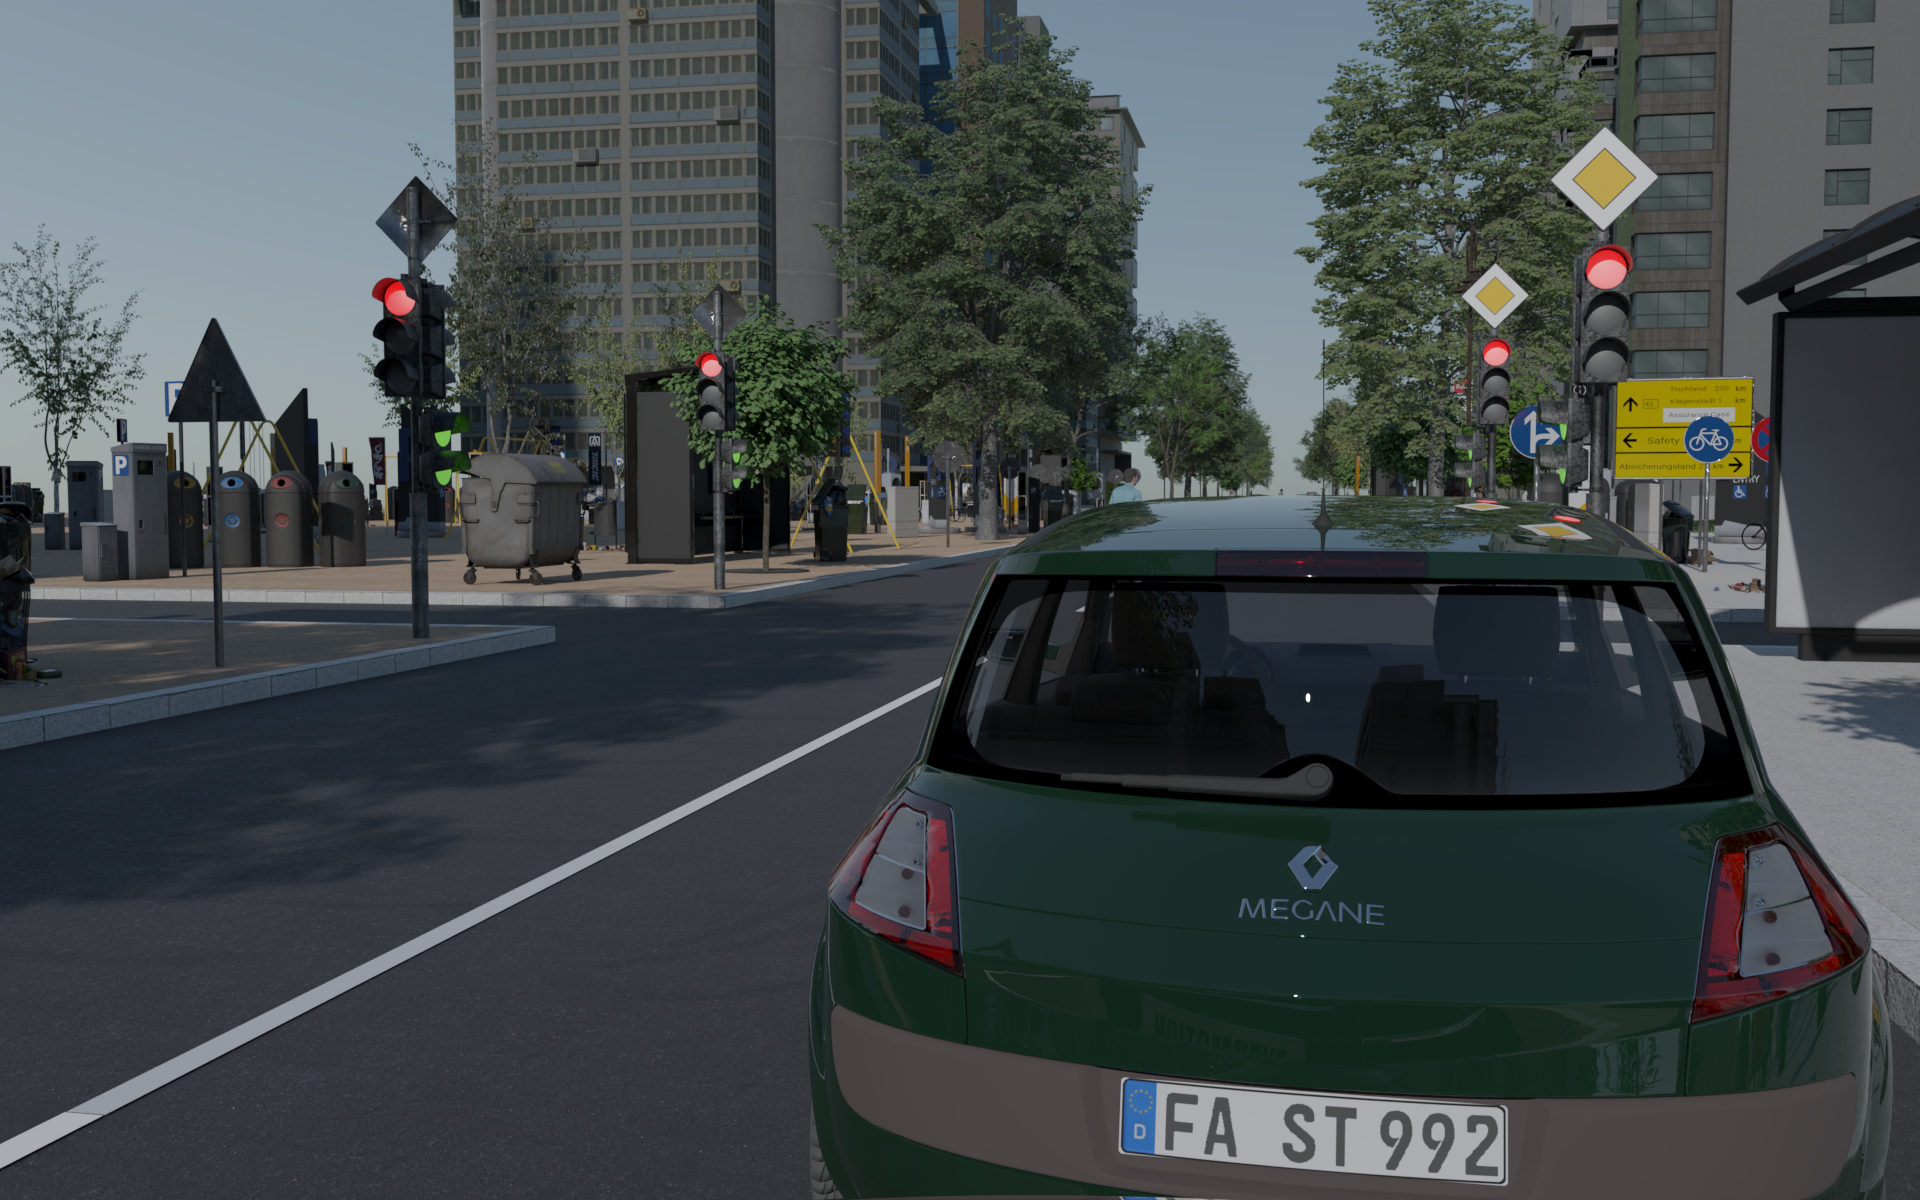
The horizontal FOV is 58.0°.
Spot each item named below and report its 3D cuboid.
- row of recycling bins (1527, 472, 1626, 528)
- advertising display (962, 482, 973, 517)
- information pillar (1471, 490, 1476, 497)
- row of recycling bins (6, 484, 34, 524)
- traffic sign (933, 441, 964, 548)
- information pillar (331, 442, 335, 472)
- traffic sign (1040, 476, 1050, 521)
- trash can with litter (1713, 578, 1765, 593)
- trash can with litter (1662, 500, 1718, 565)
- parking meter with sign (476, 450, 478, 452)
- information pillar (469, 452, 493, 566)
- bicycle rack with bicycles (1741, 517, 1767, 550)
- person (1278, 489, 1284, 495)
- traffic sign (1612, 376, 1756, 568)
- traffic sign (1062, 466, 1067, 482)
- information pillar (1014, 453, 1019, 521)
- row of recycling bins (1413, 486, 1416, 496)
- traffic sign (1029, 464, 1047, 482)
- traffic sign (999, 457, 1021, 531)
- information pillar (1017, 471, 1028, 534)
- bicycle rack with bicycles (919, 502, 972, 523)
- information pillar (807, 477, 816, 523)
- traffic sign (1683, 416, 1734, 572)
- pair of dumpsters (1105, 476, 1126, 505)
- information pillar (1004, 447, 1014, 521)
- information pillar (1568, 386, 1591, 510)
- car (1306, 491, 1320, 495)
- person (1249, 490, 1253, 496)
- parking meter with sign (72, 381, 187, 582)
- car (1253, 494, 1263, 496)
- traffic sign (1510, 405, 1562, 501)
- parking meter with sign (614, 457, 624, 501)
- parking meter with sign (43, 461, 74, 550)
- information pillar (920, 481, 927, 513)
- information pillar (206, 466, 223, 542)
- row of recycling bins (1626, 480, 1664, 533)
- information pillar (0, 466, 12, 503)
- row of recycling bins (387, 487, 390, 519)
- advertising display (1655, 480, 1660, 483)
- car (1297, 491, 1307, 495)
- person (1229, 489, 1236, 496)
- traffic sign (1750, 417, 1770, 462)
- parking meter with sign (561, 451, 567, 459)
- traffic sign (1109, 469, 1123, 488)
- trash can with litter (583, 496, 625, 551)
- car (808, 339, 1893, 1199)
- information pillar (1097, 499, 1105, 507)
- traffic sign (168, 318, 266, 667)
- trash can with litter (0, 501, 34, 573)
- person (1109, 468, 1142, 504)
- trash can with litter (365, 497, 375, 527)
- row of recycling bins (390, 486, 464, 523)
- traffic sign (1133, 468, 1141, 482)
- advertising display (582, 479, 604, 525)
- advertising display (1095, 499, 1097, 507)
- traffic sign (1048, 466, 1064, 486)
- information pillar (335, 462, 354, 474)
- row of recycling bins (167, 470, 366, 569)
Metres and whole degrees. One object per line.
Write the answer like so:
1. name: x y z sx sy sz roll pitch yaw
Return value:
1. row of recycling bins: 12.081 -1.658 34.225 1.069 1.692 3.534 2 4 35
2. advertising display: 0.596 -5.499 95.117 0.974 1.923 0.123 1 4 9
3. information pillar: 21.585 -4.983 72.823 0.183 3.616 0.504 0 4 -3
4. row of recycling bins: -39.861 -4.008 72.637 1.069 1.692 3.534 -1 4 -11
5. traffic sign: -0.288 -2.532 41.505 0.768 2.556 0.104 1 4 15
6. information pillar: -28.230 -5.301 78.024 0.183 3.616 0.504 -1 4 -10
7. traffic sign: 3.838 -5.039 82.389 0.884 2.594 0.081 1 4 20
8. trash can with litter: 10.800 -0.721 22.845 1.678 1.210 2.233 0 4 8
9. trash can with litter: 13.386 -1.247 31.778 0.624 1.170 1.055 -2 4 -35
10. parking meter with sign: -18.504 -4.483 69.563 1.738 3.016 0.543 -1 4 -16
11. information pillar: -8.417 -1.591 30.508 0.304 2.012 0.304 2 4 28
12. bicycle rack with bicycles: 19.562 -1.562 38.921 2.852 0.926 2.925 -2 4 -27
13. person: 23.356 -7.172 125.743 0.705 1.826 1.348 -2 4 -26
14. traffic sign: 12.602 -2.224 30.238 2.265 3.308 0.079 1 4 19
15. traffic sign: 4.861 -4.768 78.060 0.768 2.556 0.104 1 4 14
16. information pillar: 2.548 -5.503 81.330 0.504 3.616 0.183 -2 4 -24
17. row of recycling bins: 23.985 -5.162 91.511 1.069 1.692 3.534 2 4 31
18. traffic sign: 3.308 -4.510 73.852 0.768 2.556 0.104 1 4 15
19. traffic sign: 1.727 -3.679 60.251 0.768 2.556 0.104 1 4 15
20. information pillar: 2.008 -3.126 55.596 0.304 2.012 0.304 0 4 7
21. bicycle rack with bicycles: -0.850 -3.978 78.428 2.925 0.926 2.852 -2 4 -25
22. information pillar: -6.498 -4.368 75.913 0.304 2.012 0.304 -2 4 -33
23. traffic sign: 12.197 -1.724 28.286 0.768 2.556 0.104 1 4 13
24. pair of dumpsters: 8.297 -5.515 92.666 1.574 2.255 4.437 1 4 12
25. information pillar: 2.209 -5.450 80.455 0.183 3.616 0.504 2 4 31
26. information pillar: 10.700 -2.348 29.742 0.504 3.616 0.183 1 4 13
27. car: 49.388 -14.350 243.300 2.281 1.827 5.304 1 4 10
28. person: 30.734 -10.648 182.684 0.705 1.814 1.350 3 5 42
29. parking meter with sign: -12.355 -1.821 26.031 0.543 3.016 1.738 1 4 23
30. car: 34.185 -11.556 198.728 2.009 1.686 4.222 1 4 12
31. traffic sign: 8.260 -1.511 24.817 0.768 2.556 0.104 1 4 16
32. parking meter with sign: -15.996 -5.309 83.058 0.543 3.016 1.738 1 4 11
33. parking meter with sign: -20.171 -2.671 39.933 1.738 3.016 0.543 -1 4 -11
34. information pillar: -2.024 -5.634 96.602 0.304 2.012 0.304 2 4 27
35. information pillar: -19.782 -2.540 46.018 0.304 2.012 0.304 2 4 26
36. row of recycling bins: 18.323 -2.435 46.923 1.069 1.692 3.534 1 4 14
37. information pillar: -24.890 -2.481 45.061 0.304 2.012 0.304 0 4 8
38. row of recycling bins: -27.834 -4.891 87.076 1.069 1.692 3.534 -3 5 -44
39. advertising display: 25.390 -3.606 64.164 0.974 1.923 0.123 3 5 40
40. car: 43.676 -12.996 221.285 1.959 1.807 4.718 1 4 13
41. person: 15.455 -5.461 98.455 0.551 1.740 0.621 3 5 40
42. traffic sign: 13.254 -1.719 28.212 0.768 2.556 0.104 1 4 12
43. parking meter with sign: -16.397 -4.504 69.895 0.543 3.016 1.738 0 4 5
44. traffic sign: 7.940 -5.395 88.320 0.768 2.556 0.104 1 4 16
45. trash can with litter: -7.689 -1.721 39.199 2.233 1.210 1.678 1 4 9
46. car: 0.929 0.333 4.345 2.009 1.686 4.222 1 4 13
47. information pillar: 6.609 -4.695 81.250 0.304 2.012 0.304 2 4 30
48. traffic sign: -5.510 -0.784 12.816 0.884 2.594 0.081 1 4 19
49. trash can with litter: -14.722 -0.946 26.855 0.624 1.170 1.055 -2 4 -27
50. person: 2.452 -1.080 26.177 0.660 1.820 0.620 3 4 37
51. trash can with litter: -23.864 -3.478 67.921 1.678 1.210 2.233 3 5 41
52. row of recycling bins: -23.290 -4.272 76.967 3.534 1.692 1.069 -2 4 -25
53. traffic sign: 8.439 -5.158 84.434 0.768 2.556 0.104 1 4 18
54. advertising display: -15.476 -4.145 72.981 0.974 1.923 0.123 -3 4 -38
55. advertising display: 6.893 -4.919 85.637 0.123 1.923 0.974 -1 4 -15
56. traffic sign: 4.272 -4.724 77.337 0.768 2.556 0.104 1 4 17
57. information pillar: -14.140 -2.161 39.830 0.304 2.012 0.304 3 5 43
58. row of recycling bins: -12.289 -1.426 30.434 3.534 1.692 1.069 -1 4 -12
